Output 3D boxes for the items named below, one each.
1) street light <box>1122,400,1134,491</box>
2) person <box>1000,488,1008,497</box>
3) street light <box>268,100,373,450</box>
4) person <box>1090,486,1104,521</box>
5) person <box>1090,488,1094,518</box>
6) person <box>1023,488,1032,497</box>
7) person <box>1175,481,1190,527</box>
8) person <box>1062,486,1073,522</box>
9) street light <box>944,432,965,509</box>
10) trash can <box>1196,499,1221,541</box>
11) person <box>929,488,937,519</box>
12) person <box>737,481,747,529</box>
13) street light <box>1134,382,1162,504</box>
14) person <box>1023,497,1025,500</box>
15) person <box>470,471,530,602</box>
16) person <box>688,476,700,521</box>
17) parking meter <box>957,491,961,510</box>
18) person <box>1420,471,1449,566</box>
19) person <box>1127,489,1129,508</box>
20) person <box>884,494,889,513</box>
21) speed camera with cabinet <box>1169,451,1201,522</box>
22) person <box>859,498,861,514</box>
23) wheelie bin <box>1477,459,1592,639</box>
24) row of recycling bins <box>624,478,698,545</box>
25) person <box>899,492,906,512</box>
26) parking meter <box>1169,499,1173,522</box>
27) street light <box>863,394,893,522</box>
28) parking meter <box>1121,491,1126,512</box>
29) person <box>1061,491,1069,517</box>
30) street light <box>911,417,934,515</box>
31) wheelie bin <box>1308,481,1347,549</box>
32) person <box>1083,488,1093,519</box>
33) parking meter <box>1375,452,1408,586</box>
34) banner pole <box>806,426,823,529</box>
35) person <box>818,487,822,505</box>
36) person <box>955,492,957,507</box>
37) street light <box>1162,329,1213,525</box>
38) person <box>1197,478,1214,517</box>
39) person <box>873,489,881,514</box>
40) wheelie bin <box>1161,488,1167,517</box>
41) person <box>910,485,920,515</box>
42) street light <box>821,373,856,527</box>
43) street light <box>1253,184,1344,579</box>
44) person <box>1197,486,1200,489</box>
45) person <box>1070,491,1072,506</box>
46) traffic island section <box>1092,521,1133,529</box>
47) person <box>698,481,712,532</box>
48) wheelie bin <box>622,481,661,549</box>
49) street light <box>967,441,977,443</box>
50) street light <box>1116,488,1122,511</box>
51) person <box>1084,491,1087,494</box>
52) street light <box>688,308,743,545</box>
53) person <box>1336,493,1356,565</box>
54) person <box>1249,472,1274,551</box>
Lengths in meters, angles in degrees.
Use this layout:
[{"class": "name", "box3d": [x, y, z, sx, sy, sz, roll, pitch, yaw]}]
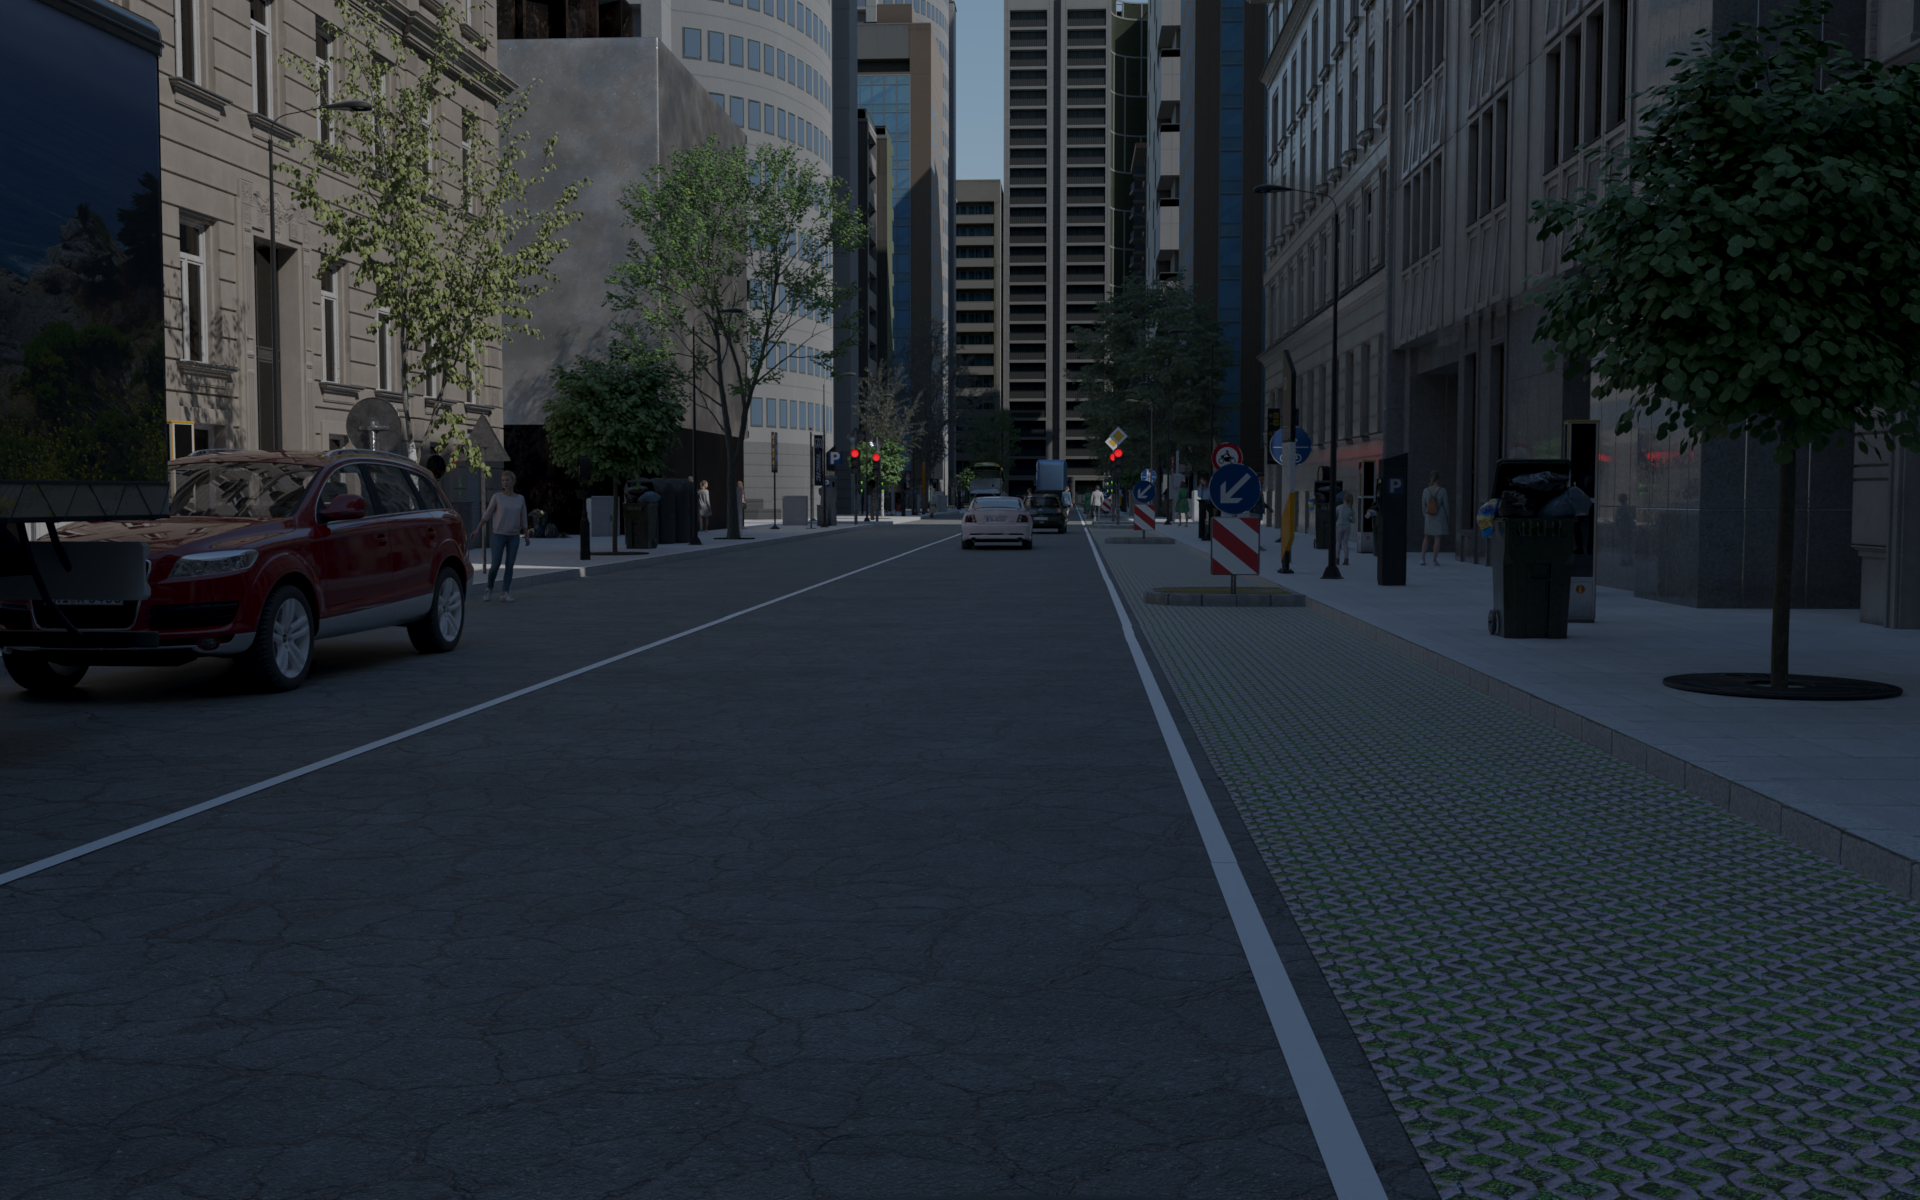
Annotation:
[{"class": "street light", "box3d": [8.863, -6.890, 85.198, 1.470, 5.913, 1.316, 0, 4, 4]}, {"class": "person", "box3d": [2.700, -5.831, 104.170, 0.599, 1.781, 0.374, 0, 4, -8]}, {"class": "street light", "box3d": [-7.618, -2.939, 20.599, 1.470, 5.913, 1.316, 0, 4, 4]}, {"class": "person", "box3d": [6.865, -4.792, 86.693, 0.661, 1.843, 0.795, 0, 4, 2]}, {"class": "person", "box3d": [7.717, -5.648, 101.021, 0.419, 1.800, 0.721, 2, 4, 32]}, {"class": "person", "box3d": [3.740, -5.286, 95.496, 0.524, 1.755, 0.480, 0, 4, -4]}, {"class": "person", "box3d": [8.740, -3.770, 67.925, 0.600, 1.795, 0.529, -2, 4, -29]}, {"class": "person", "box3d": [5.442, -4.911, 88.823, 0.581, 1.822, 0.654, 3, 4, 36]}, {"class": "street light", "box3d": [-0.624, -9.536, 128.456, 1.470, 5.913, 1.316, 0, 4, 4]}, {"class": "trash can", "box3d": [6.861, -2.199, 47.606, 0.748, 1.137, 0.748, 0, 3, 0]}, {"class": "person", "box3d": [-1.580, -5.512, 99.104, 0.515, 1.767, 0.782, 1, 4, 10]}, {"class": "person", "box3d": [-8.136, -3.486, 63.634, 0.643, 1.750, 0.593, -1, 4, -14]}, {"class": "street light", "box3d": [8.115, -6.081, 71.963, 1.470, 5.913, 1.316, 0, 4, 4]}, {"class": "person", "box3d": [5.395, -7.823, 141.898, 0.738, 1.151, 1.012, 0, 4, 7]}, {"class": "person", "box3d": [-6.162, -0.848, 23.039, 0.731, 1.740, 0.598, -3, 5, -40]}, {"class": "person", "box3d": [-8.418, -2.952, 54.269, 0.622, 1.834, 0.822, 1, 4, 11]}, {"class": "parking meter", "box3d": [-0.099, -8.177, 142.102, 0.372, 1.533, 0.369, 0, 3, 0]}, {"class": "person", "box3d": [8.480, -1.464, 30.977, 0.512, 1.701, 0.522, 2, 4, 24]}, {"class": "person", "box3d": [15.311, -9.317, 158.393, 1.348, 1.821, 0.705, 0, 4, -4]}, {"class": "person", "box3d": [-4.999, -6.571, 117.754, 0.425, 1.301, 0.394, -2, 4, -35]}, {"class": "speed camera with cabinet", "box3d": [10.607, -5.194, 79.258, 2.038, 3.252, 0.660, 0, 4, 1]}, {"class": "person", "box3d": [-6.678, -6.276, 113.339, 0.332, 1.250, 0.352, 2, 4, 24]}, {"class": "wheelie bin", "box3d": [5.162, -0.466, 15.533, 0.980, 1.594, 0.693, 0, 4, 5]}, {"class": "row of recycling bins", "box3d": [-7.696, -2.319, 45.024, 1.069, 1.692, 3.534, 1, 4, 13]}, {"class": "person", "box3d": [-4.044, -7.101, 122.571, 0.534, 1.772, 0.576, -3, 5, -44]}, {"class": "parking meter", "box3d": [9.806, -4.565, 80.343, 0.255, 1.863, 0.399, 2, 4, 24]}, {"class": "street light", "box3d": [-3.808, -6.618, 80.748, 1.470, 5.913, 1.316, 0, 4, 4]}, {"class": "parking meter", "box3d": [11.691, -7.039, 123.494, 0.372, 1.533, 0.369, 0, 3, 0]}, {"class": "person", "box3d": [6.557, -6.100, 108.251, 0.660, 1.820, 0.620, 3, 5, 41]}, {"class": "street light", "box3d": [-2.249, -8.072, 104.515, 1.470, 5.913, 1.316, 0, 4, 4]}, {"class": "wheelie bin", "box3d": [8.614, -1.986, 40.374, 0.980, 1.594, 0.693, 1, 4, 10]}, {"class": "person", "box3d": [7.262, -5.441, 97.701, 0.600, 1.795, 0.529, 0, 4, -7]}, {"class": "parking meter", "box3d": [6.049, -1.136, 24.285, 0.399, 1.863, 0.255, 0, 4, -2]}, {"class": "banner pole", "box3d": [-5.362, -4.543, 64.288, 0.401, 3.779, 0.863, 3, 5, 41]}, {"class": "person", "box3d": [-5.627, -4.096, 72.811, 0.655, 1.846, 0.447, -2, 4, -26]}, {"class": "person", "box3d": [-0.311, -10.432, 176.539, 0.705, 1.831, 1.348, -2, 4, -29]}, {"class": "street light", "box3d": [6.566, -4.673, 48.947, 1.470, 5.913, 1.316, 0, 4, 4]}, {"class": "person", "box3d": [7.723, -2.918, 54.015, 0.793, 1.790, 0.793, -2, 4, -26]}, {"class": "person", "box3d": [-5.197, -6.132, 106.278, 0.794, 1.824, 0.713, 1, 4, 23]}, {"class": "wheelie bin", "box3d": [11.526, -5.364, 95.612, 0.693, 1.594, 0.980, 2, 4, 33]}, {"class": "person", "box3d": [-2.751, -6.146, 106.342, 0.655, 1.846, 0.447, -3, 4, -38]}, {"class": "street light", "box3d": [-4.670, -5.741, 66.402, 1.470, 5.913, 1.316, 0, 4, 4]}, {"class": "street light", "box3d": [5.098, -3.277, 26.118, 1.470, 5.913, 1.316, 0, 4, 4]}, {"class": "person", "box3d": [11.562, -4.679, 83.547, 0.522, 1.701, 0.512, 1, 4, 9]}, {"class": "person", "box3d": [13.580, -12.510, 213.494, 0.568, 1.767, 0.683, 0, 4, -8]}, {"class": "traffic island section", "box3d": [7.121, -3.548, 80.288, 2.009, 0.180, 2.903, 0, 4, 4]}, {"class": "person", "box3d": [-8.506, -3.109, 57.628, 0.466, 1.731, 0.760, 0, 4, -4]}, {"class": "wheelie bin", "box3d": [-7.480, -2.002, 40.635, 0.980, 1.594, 0.693, 1, 4, 12]}, {"class": "street light", "box3d": [0.796, -10.976, 152.001, 1.470, 5.913, 1.316, 0, 4, 4]}, {"class": "street light", "box3d": [10.322, -8.287, 108.027, 1.470, 5.913, 1.316, 0, 4, 4]}, {"class": "person", "box3d": [13.963, -11.116, 190.966, 0.721, 1.743, 1.217, 1, 4, 9]}, {"class": "street light", "box3d": [-6.125, -4.335, 43.425, 1.470, 5.913, 1.316, 0, 4, 4]}, {"class": "person", "box3d": [6.897, -1.278, 31.223, 0.425, 1.301, 0.394, -1, 4, -16]}, {"class": "person", "box3d": [6.666, -1.987, 38.878, 0.721, 1.781, 0.623, 1, 4, 12]}]
